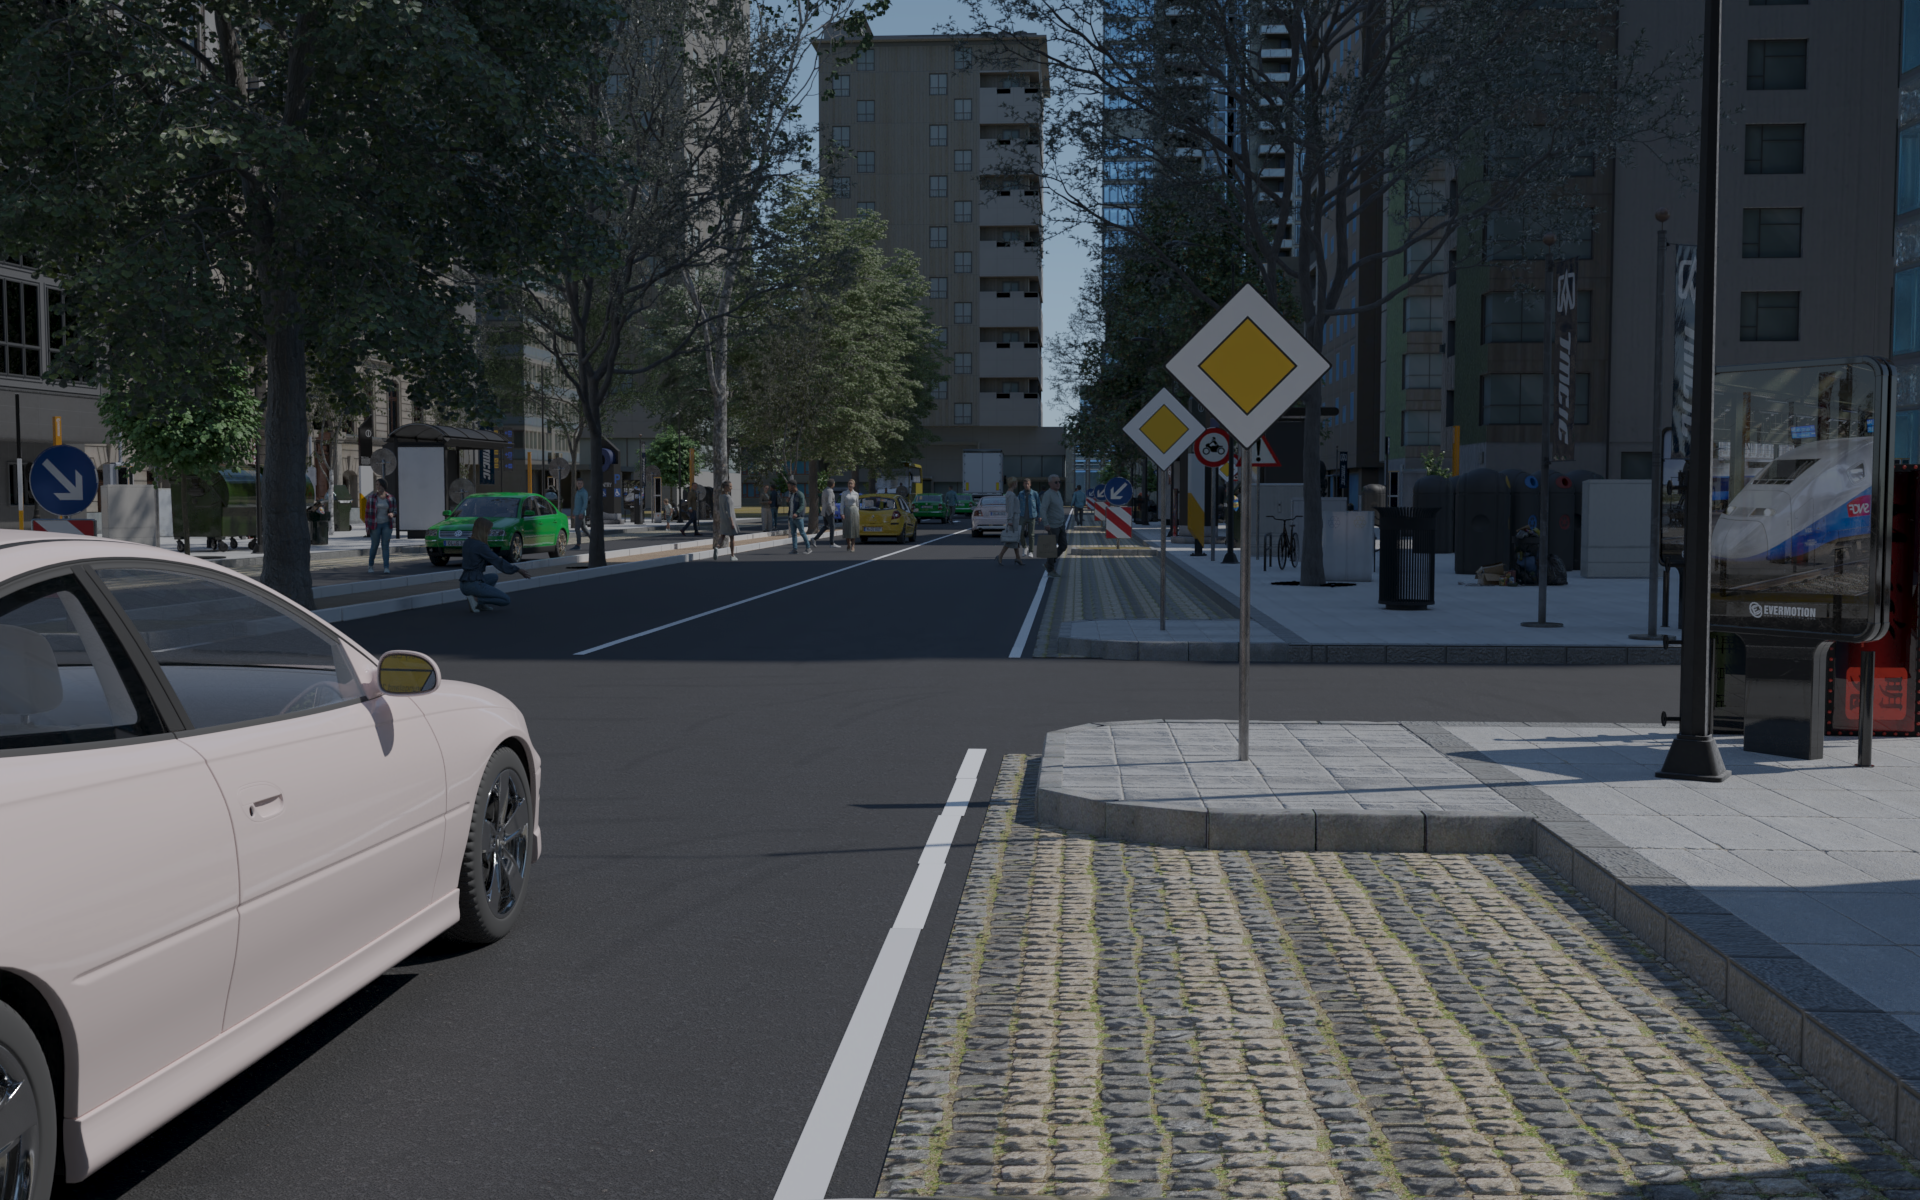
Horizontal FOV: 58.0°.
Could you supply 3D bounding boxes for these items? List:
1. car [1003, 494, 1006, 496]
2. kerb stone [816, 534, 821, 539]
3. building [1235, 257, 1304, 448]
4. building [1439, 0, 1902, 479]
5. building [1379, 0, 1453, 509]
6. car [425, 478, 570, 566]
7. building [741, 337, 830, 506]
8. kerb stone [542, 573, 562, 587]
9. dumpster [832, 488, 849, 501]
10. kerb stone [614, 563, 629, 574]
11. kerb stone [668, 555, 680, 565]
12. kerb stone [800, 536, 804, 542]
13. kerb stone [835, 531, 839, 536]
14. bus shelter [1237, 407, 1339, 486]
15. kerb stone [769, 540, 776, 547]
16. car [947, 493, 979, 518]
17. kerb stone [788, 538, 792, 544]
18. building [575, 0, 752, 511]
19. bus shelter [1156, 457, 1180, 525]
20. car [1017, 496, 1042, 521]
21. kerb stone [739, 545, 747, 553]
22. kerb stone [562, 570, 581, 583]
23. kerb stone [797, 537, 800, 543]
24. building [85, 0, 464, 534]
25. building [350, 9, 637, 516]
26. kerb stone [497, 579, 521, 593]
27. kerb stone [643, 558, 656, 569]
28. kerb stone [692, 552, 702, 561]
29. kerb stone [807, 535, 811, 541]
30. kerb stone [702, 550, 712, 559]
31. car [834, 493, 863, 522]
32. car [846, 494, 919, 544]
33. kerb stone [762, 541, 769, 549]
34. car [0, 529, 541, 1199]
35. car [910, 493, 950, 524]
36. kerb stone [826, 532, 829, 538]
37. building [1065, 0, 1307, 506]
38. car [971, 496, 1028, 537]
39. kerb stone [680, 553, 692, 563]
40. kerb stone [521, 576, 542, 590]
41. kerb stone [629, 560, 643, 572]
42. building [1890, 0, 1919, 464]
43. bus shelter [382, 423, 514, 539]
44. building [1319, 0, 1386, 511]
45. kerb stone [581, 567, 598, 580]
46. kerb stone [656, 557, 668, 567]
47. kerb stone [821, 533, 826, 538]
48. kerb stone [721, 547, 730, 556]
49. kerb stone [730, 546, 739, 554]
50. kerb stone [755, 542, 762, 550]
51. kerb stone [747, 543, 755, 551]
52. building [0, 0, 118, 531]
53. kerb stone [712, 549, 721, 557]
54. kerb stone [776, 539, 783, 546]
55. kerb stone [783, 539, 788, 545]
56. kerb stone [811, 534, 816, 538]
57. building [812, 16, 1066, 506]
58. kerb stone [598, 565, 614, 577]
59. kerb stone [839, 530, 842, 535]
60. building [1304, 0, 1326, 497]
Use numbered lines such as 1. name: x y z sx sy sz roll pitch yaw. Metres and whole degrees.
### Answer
1. car: 3.502 -8.647 153.169 2.131 1.459 4.920 0 4 3
2. kerb stone: -4.615 -1.994 54.796 0.120 0.150 1.000 0 4 4
3. building: 37.464 -18.032 139.857 27.650 21.520 28.899 0 4 4
4. building: 23.779 -17.588 59.264 14.160 30.474 14.107 0 4 4
5. building: 27.274 -24.387 82.327 14.154 41.232 14.086 0 4 4
6. car: -9.578 -1.668 36.062 1.959 1.807 4.718 0 4 6
7. building: -29.555 -21.859 202.431 28.899 21.520 27.650 0 4 4
8. kerb stone: -6.495 -0.305 27.181 0.120 0.150 1.000 0 4 4
9. dumpster: -7.676 -6.526 114.922 1.865 1.857 1.264 0 4 4
10. kerb stone: -6.217 -0.555 31.277 0.120 0.150 1.000 0 4 4
11. kerb stone: -5.938 -0.806 35.368 0.120 0.150 1.000 0 4 4
12. kerb stone: -4.823 -1.802 51.736 0.120 0.150 1.000 0 4 4
13. kerb stone: -4.341 -2.237 58.895 0.120 0.150 1.000 0 4 4
14. bus shelter: 8.382 -4.181 45.991 2.179 5.291 8.768 0 4 4
15. kerb stone: -5.169 -1.489 46.611 0.120 0.150 1.000 0 4 4
16. car: 0.108 -5.798 103.597 1.959 1.807 4.718 0 4 3
17. kerb stone: -4.963 -1.676 49.671 0.120 0.150 1.000 0 4 4
18. building: -32.664 -33.932 144.029 27.495 52.752 28.713 0 4 4
19. bus shelter: 8.656 -4.547 68.263 2.014 3.302 5.546 0 4 4
20. car: 3.696 -5.056 95.251 1.945 1.354 3.894 0 4 4
21. kerb stone: -5.443 -1.244 42.527 0.120 0.150 1.000 0 4 4
22. kerb stone: -6.424 -0.368 28.204 0.120 0.150 1.000 0 4 4
23. kerb stone: -4.889 -1.743 50.700 0.120 0.150 1.000 0 4 4
24. building: -31.620 -15.378 70.517 14.460 24.649 34.723 0 4 4
25. building: -37.182 -25.321 105.887 32.217 40.220 23.993 0 4 4
26. kerb stone: -6.633 -0.179 25.140 0.120 0.150 1.000 0 4 4
27. kerb stone: -6.080 -0.680 33.320 0.120 0.150 1.000 0 4 4
28. kerb stone: -5.801 -0.931 37.412 0.120 0.150 1.000 0 4 4
29. kerb stone: -4.754 -1.869 52.756 0.120 0.150 1.000 0 4 4
30. kerb stone: -5.726 -0.993 38.437 0.120 0.150 1.000 0 4 4
31. car: -5.603 -4.856 88.995 1.945 1.707 3.694 0 4 3
32. car: -2.283 -2.497 51.049 2.015 1.641 3.980 0 4 6
33. kerb stone: -5.236 -1.431 45.590 0.120 0.150 1.000 0 4 4
34. car: -2.459 0.502 4.158 2.083 1.381 4.827 0 4 3
35. car: -1.444 -4.648 84.798 1.959 1.807 4.718 0 4 4
36. kerb stone: -4.472 -2.115 56.843 0.120 0.150 1.000 0 4 4
37. building: 27.548 -53.873 193.498 31.000 86.520 22.319 0 4 4
38. car: 1.381 -2.840 58.799 2.083 1.381 4.827 0 4 3
39. kerb stone: -5.864 -0.868 36.391 0.120 0.150 1.000 0 4 4
40. kerb stone: -6.568 -0.240 26.162 0.120 0.150 1.000 0 4 4
41. kerb stone: -6.149 -0.618 32.300 0.120 0.150 1.000 0 4 4
42. building: 66.832 -31.823 139.915 30.456 49.044 23.786 0 4 4
43. bus shelter: -15.254 -3.553 52.021 2.014 3.302 5.546 0 4 4
44. building: 28.247 -27.312 96.666 14.600 45.320 14.200 0 4 4
45. kerb stone: -6.354 -0.430 29.232 0.120 0.150 1.000 0 4 4
46. kerb stone: -6.013 -0.743 34.340 0.120 0.150 1.000 0 4 4
47. kerb stone: -4.548 -2.055 55.816 0.120 0.150 1.000 0 4 4
48. kerb stone: -5.594 -1.114 40.479 0.120 0.150 1.000 0 4 4
49. kerb stone: -5.519 -1.181 41.500 0.120 0.150 1.000 0 4 4
50. kerb stone: -5.315 -1.367 44.570 0.120 0.150 1.000 0 4 4
51. kerb stone: -5.384 -1.304 43.551 0.120 0.150 1.000 0 4 4
52. building: -33.206 -15.146 41.148 14.314 27.812 24.014 0 4 4
53. kerb stone: -5.658 -1.056 39.459 0.120 0.150 1.000 0 4 4
54. kerb stone: -5.094 -1.556 47.630 0.120 0.150 1.000 0 4 4
55. kerb stone: -5.033 -1.614 48.651 0.120 0.150 1.000 0 4 4
56. kerb stone: -4.681 -1.932 53.775 0.120 0.150 1.000 0 4 4
57. building: -1.398 -37.352 199.935 27.495 52.752 28.713 0 4 4
58. kerb stone: -6.289 -0.493 30.257 0.120 0.150 1.000 0 4 4
59. kerb stone: -4.257 -2.306 59.930 0.120 0.150 1.000 0 4 4
60. building: 32.323 -41.326 113.925 20.563 71.187 20.611 0 4 4
